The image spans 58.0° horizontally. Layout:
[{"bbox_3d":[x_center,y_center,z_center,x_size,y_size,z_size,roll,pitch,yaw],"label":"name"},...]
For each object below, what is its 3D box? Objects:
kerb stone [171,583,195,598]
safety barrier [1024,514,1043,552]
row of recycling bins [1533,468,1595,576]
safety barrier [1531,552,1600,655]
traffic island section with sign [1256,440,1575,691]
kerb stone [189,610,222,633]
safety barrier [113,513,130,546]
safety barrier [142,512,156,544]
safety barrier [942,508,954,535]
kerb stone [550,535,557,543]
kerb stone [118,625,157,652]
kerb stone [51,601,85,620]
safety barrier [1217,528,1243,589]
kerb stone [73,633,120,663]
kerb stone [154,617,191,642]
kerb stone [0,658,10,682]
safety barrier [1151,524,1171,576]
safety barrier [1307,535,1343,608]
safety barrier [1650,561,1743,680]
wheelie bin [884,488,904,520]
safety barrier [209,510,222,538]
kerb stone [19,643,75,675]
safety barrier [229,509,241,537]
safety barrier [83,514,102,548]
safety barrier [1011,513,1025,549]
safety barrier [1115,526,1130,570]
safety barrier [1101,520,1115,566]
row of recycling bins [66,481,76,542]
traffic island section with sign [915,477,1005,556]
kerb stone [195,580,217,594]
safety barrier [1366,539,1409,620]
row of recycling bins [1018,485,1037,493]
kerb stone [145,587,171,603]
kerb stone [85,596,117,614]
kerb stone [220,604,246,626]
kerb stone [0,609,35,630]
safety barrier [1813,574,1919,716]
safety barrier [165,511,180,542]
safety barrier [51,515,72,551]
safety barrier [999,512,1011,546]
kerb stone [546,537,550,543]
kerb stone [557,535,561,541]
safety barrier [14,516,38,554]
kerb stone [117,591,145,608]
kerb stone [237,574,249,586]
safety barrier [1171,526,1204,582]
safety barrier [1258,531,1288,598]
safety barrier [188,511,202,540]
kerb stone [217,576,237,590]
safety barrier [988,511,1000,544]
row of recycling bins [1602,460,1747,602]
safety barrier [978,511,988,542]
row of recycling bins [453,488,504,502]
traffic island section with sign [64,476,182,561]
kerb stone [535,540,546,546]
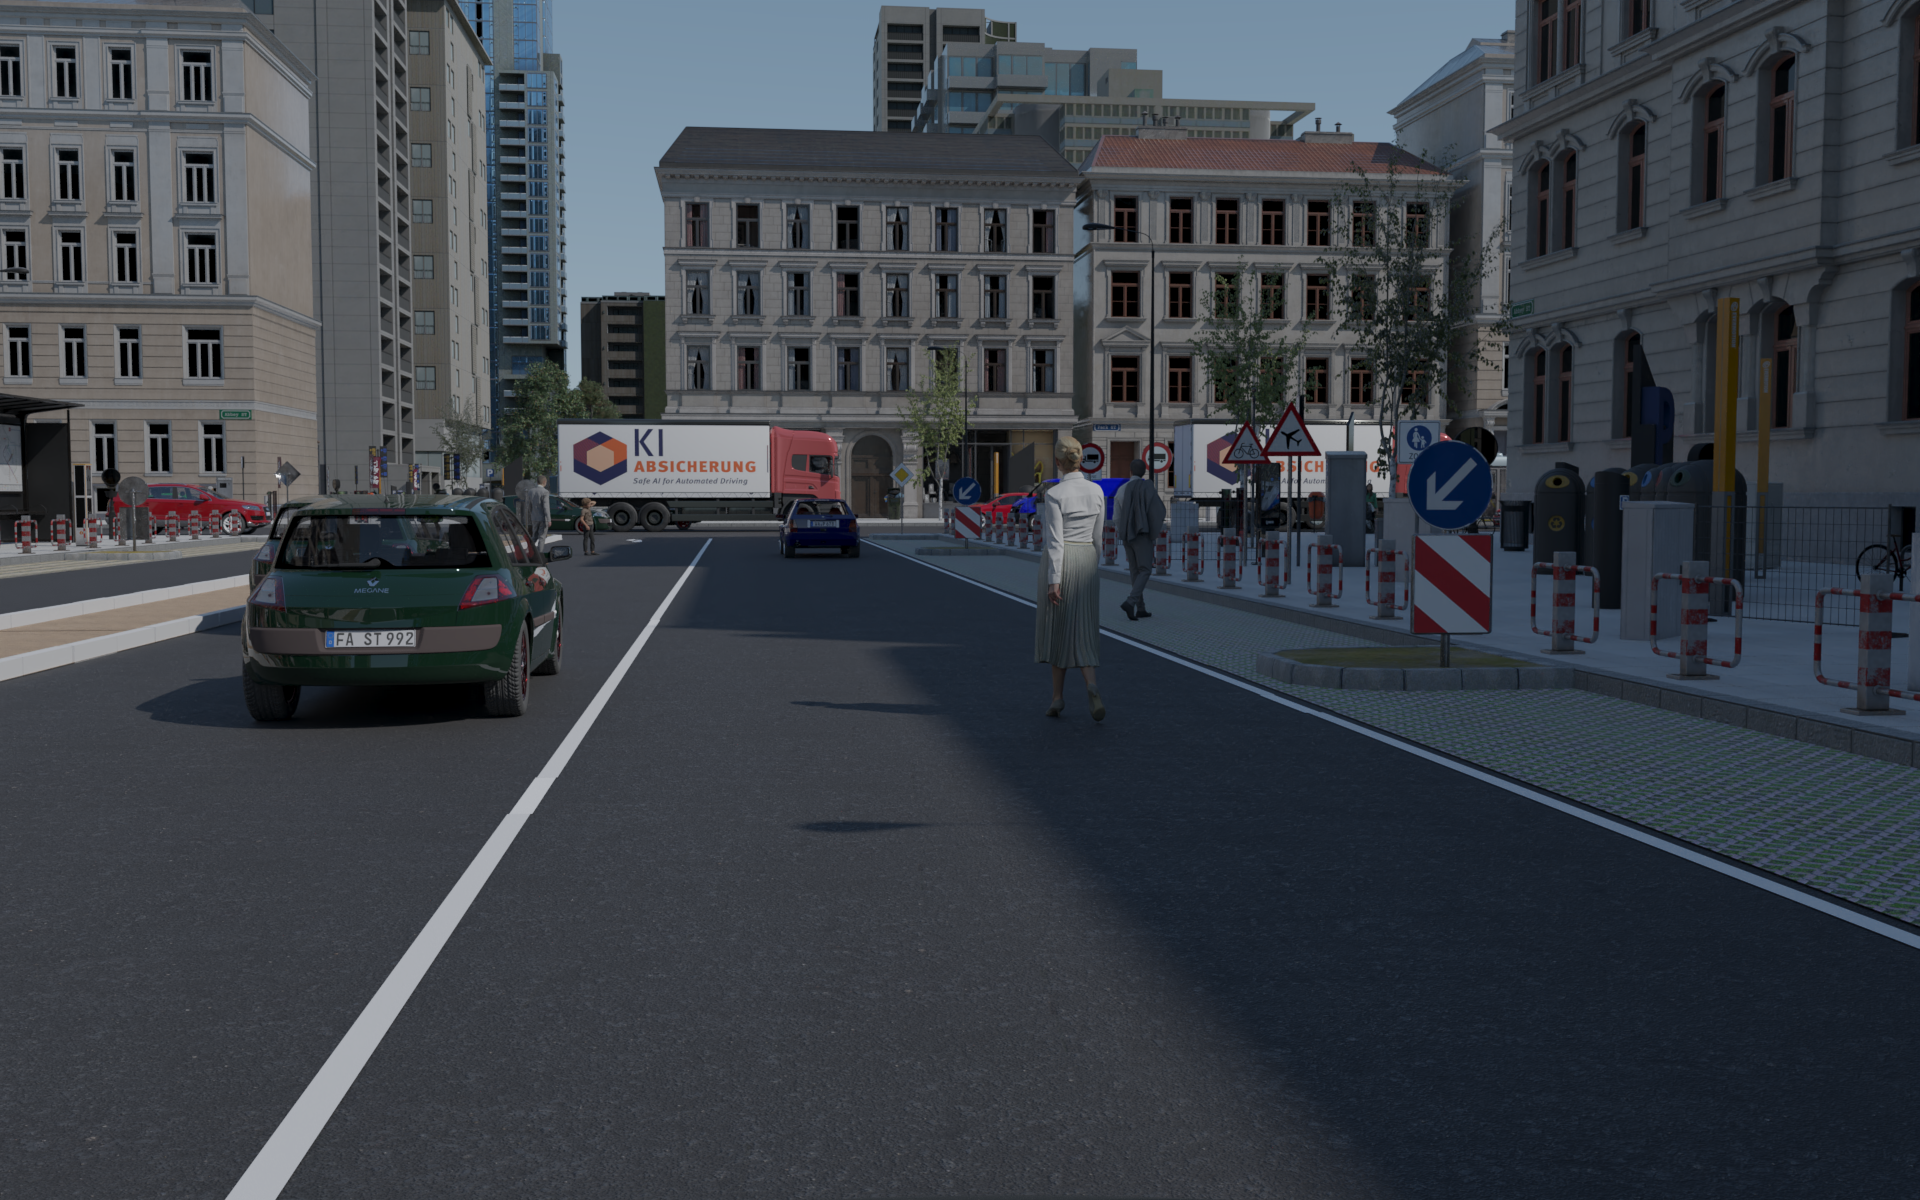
[{"bbox_3d":[-10.861,-0.105,23.999,0.120,0.150,1.000,0,4,-7],"label":"kerb stone"},{"bbox_3d":[1.731,-1.492,38.676,0.300,0.817,1.120,0,4,-7],"label":"safety barrier"},{"bbox_3d":[10.395,-1.197,26.682,1.069,1.692,3.534,-2,4,-34],"label":"row of recycling bins"},{"bbox_3d":[4.850,0.022,13.909,0.300,0.817,1.120,0,4,-7],"label":"safety barrier"},{"bbox_3d":[3.406,-0.298,13.497,1.989,1.847,2.006,0,4,-7],"label":"traffic island section with sign"},{"bbox_3d":[-8.013,0.243,18.231,0.120,0.150,1.000,0,4,-7],"label":"kerb stone"},{"bbox_3d":[-20.716,-1.745,42.798,0.300,0.817,1.120,0,4,-7],"label":"safety barrier"},{"bbox_3d":[-20.954,-1.861,44.710,0.300,0.817,1.120,0,4,-7],"label":"safety barrier"},{"bbox_3d":[-0.432,-2.541,55.825,0.300,0.817,1.120,0,4,-7],"label":"safety barrier"},{"bbox_3d":[-12.253,-1.816,51.885,0.120,0.150,1.000,0,4,-7],"label":"kerb stone"},{"bbox_3d":[-7.753,0.371,16.170,0.120,0.150,1.000,0,4,-7],"label":"kerb stone"},{"bbox_3d":[-10.351,0.143,19.932,0.120,0.150,1.000,0,4,-7],"label":"kerb stone"},{"bbox_3d":[3.649,-0.561,23.451,0.300,0.817,1.120,0,4,-7],"label":"safety barrier"},{"bbox_3d":[-7.619,0.431,15.154,0.120,0.150,1.000,0,4,-7],"label":"kerb stone"},{"bbox_3d":[-7.883,0.305,17.201,0.120,0.150,1.000,0,4,-7],"label":"kerb stone"},{"bbox_3d":[-7.365,0.556,13.108,0.120,0.150,1.000,0,4,-7],"label":"kerb stone"},{"bbox_3d":[3.167,-0.794,27.254,0.300,0.817,1.120,0,4,-7],"label":"safety barrier"},{"bbox_3d":[4.132,-0.328,19.633,0.300,0.817,1.120,0,4,-7],"label":"safety barrier"},{"bbox_3d":[5.091,0.139,12.006,0.300,0.817,1.120,0,4,-7],"label":"safety barrier"},{"bbox_3d":[-3.260,-4.784,86.130,0.980,1.594,0.693,0,4,-8],"label":"wheelie bin"},{"bbox_3d":[-21.677,-2.211,50.430,0.300,0.817,1.120,0,4,-7],"label":"safety barrier"},{"bbox_3d":[-7.498,0.494,14.126,0.120,0.150,1.000,0,4,-7],"label":"kerb stone"},{"bbox_3d":[-21.913,-2.328,52.336,0.300,0.817,1.120,0,4,-7],"label":"safety barrier"},{"bbox_3d":[-20.474,-1.628,40.897,0.300,0.817,1.120,0,4,-7],"label":"safety barrier"},{"bbox_3d":[1.487,-1.609,40.577,0.300,0.817,1.120,0,4,-7],"label":"safety barrier"},{"bbox_3d":[2.927,-0.910,29.156,0.300,0.817,1.120,0,4,-7],"label":"safety barrier"},{"bbox_3d":[2.689,-1.026,31.058,0.300,0.817,1.120,0,4,-7],"label":"safety barrier"},{"bbox_3d":[-25.282,-2.434,46.902,3.534,1.692,1.069,1,4,23],"label":"row of recycling bins"},{"bbox_3d":[-0.035,-1.976,40.936,1.989,1.847,2.006,0,4,-7],"label":"traffic island section with sign"},{"bbox_3d":[-10.987,-0.173,25.018,0.120,0.150,1.000,0,4,-7],"label":"kerb stone"},{"bbox_3d":[4.367,-0.211,17.731,0.300,0.817,1.120,0,4,-7],"label":"safety barrier"},{"bbox_3d":[3.938,-4.545,81.416,1.069,1.692,3.534,2,4,35],"label":"row of recycling bins"},{"bbox_3d":[-10.731,-0.048,22.982,0.120,0.150,1.000,0,4,-7],"label":"kerb stone"},{"bbox_3d":[-10.478,0.076,20.949,0.120,0.150,1.000,0,4,-7],"label":"kerb stone"},{"bbox_3d":[-8.140,0.180,19.250,0.120,0.150,1.000,0,4,-7],"label":"kerb stone"},{"bbox_3d":[-10.214,0.201,18.916,0.120,0.150,1.000,0,4,-7],"label":"kerb stone"},{"bbox_3d":[5.330,0.256,10.090,0.300,0.817,1.120,0,4,-7],"label":"safety barrier"},{"bbox_3d":[-21.195,-1.978,46.614,0.300,0.817,1.120,0,4,-7],"label":"safety barrier"},{"bbox_3d":[-20.235,-1.512,38.995,0.300,0.817,1.120,0,4,-7],"label":"safety barrier"},{"bbox_3d":[1.252,-1.725,42.481,0.300,0.817,1.120,0,4,-7],"label":"safety barrier"},{"bbox_3d":[-12.002,-1.684,49.843,0.120,0.150,1.000,0,4,-7],"label":"kerb stone"},{"bbox_3d":[-12.387,-1.879,52.910,0.120,0.150,1.000,0,4,-7],"label":"kerb stone"},{"bbox_3d":[-19.998,-1.396,37.093,0.300,0.817,1.120,0,4,-7],"label":"safety barrier"},{"bbox_3d":[-10.606,0.020,21.966,0.120,0.150,1.000,0,4,-7],"label":"kerb stone"},{"bbox_3d":[-11.239,-0.297,27.052,0.120,0.150,1.000,0,4,-7],"label":"kerb stone"},{"bbox_3d":[3.409,-0.678,25.353,0.300,0.817,1.120,0,4,-7],"label":"safety barrier"},{"bbox_3d":[3.884,-0.445,21.545,0.300,0.817,1.120,0,4,-7],"label":"safety barrier"},{"bbox_3d":[-21.433,-2.094,48.516,0.300,0.817,1.120,0,4,-7],"label":"safety barrier"},{"bbox_3d":[-11.119,-0.231,26.034,0.120,0.150,1.000,0,4,-7],"label":"kerb stone"},{"bbox_3d":[1.009,-1.842,44.396,0.300,0.817,1.120,0,4,-7],"label":"safety barrier"},{"bbox_3d":[9.233,-0.927,22.274,1.069,1.692,3.534,0,4,8],"label":"row of recycling bins"},{"bbox_3d":[0.767,-1.959,46.308,0.300,0.817,1.120,0,4,-7],"label":"safety barrier"},{"bbox_3d":[-31.627,-6.509,113.541,3.534,1.692,1.069,0,4,7],"label":"row of recycling bins"},{"bbox_3d":[-18.309,-1.802,38.084,1.989,1.847,2.006,0,4,-7],"label":"traffic island section with sign"},{"bbox_3d":[-11.871,-1.629,48.826,0.120,0.150,1.000,0,4,-7],"label":"kerb stone"}]
